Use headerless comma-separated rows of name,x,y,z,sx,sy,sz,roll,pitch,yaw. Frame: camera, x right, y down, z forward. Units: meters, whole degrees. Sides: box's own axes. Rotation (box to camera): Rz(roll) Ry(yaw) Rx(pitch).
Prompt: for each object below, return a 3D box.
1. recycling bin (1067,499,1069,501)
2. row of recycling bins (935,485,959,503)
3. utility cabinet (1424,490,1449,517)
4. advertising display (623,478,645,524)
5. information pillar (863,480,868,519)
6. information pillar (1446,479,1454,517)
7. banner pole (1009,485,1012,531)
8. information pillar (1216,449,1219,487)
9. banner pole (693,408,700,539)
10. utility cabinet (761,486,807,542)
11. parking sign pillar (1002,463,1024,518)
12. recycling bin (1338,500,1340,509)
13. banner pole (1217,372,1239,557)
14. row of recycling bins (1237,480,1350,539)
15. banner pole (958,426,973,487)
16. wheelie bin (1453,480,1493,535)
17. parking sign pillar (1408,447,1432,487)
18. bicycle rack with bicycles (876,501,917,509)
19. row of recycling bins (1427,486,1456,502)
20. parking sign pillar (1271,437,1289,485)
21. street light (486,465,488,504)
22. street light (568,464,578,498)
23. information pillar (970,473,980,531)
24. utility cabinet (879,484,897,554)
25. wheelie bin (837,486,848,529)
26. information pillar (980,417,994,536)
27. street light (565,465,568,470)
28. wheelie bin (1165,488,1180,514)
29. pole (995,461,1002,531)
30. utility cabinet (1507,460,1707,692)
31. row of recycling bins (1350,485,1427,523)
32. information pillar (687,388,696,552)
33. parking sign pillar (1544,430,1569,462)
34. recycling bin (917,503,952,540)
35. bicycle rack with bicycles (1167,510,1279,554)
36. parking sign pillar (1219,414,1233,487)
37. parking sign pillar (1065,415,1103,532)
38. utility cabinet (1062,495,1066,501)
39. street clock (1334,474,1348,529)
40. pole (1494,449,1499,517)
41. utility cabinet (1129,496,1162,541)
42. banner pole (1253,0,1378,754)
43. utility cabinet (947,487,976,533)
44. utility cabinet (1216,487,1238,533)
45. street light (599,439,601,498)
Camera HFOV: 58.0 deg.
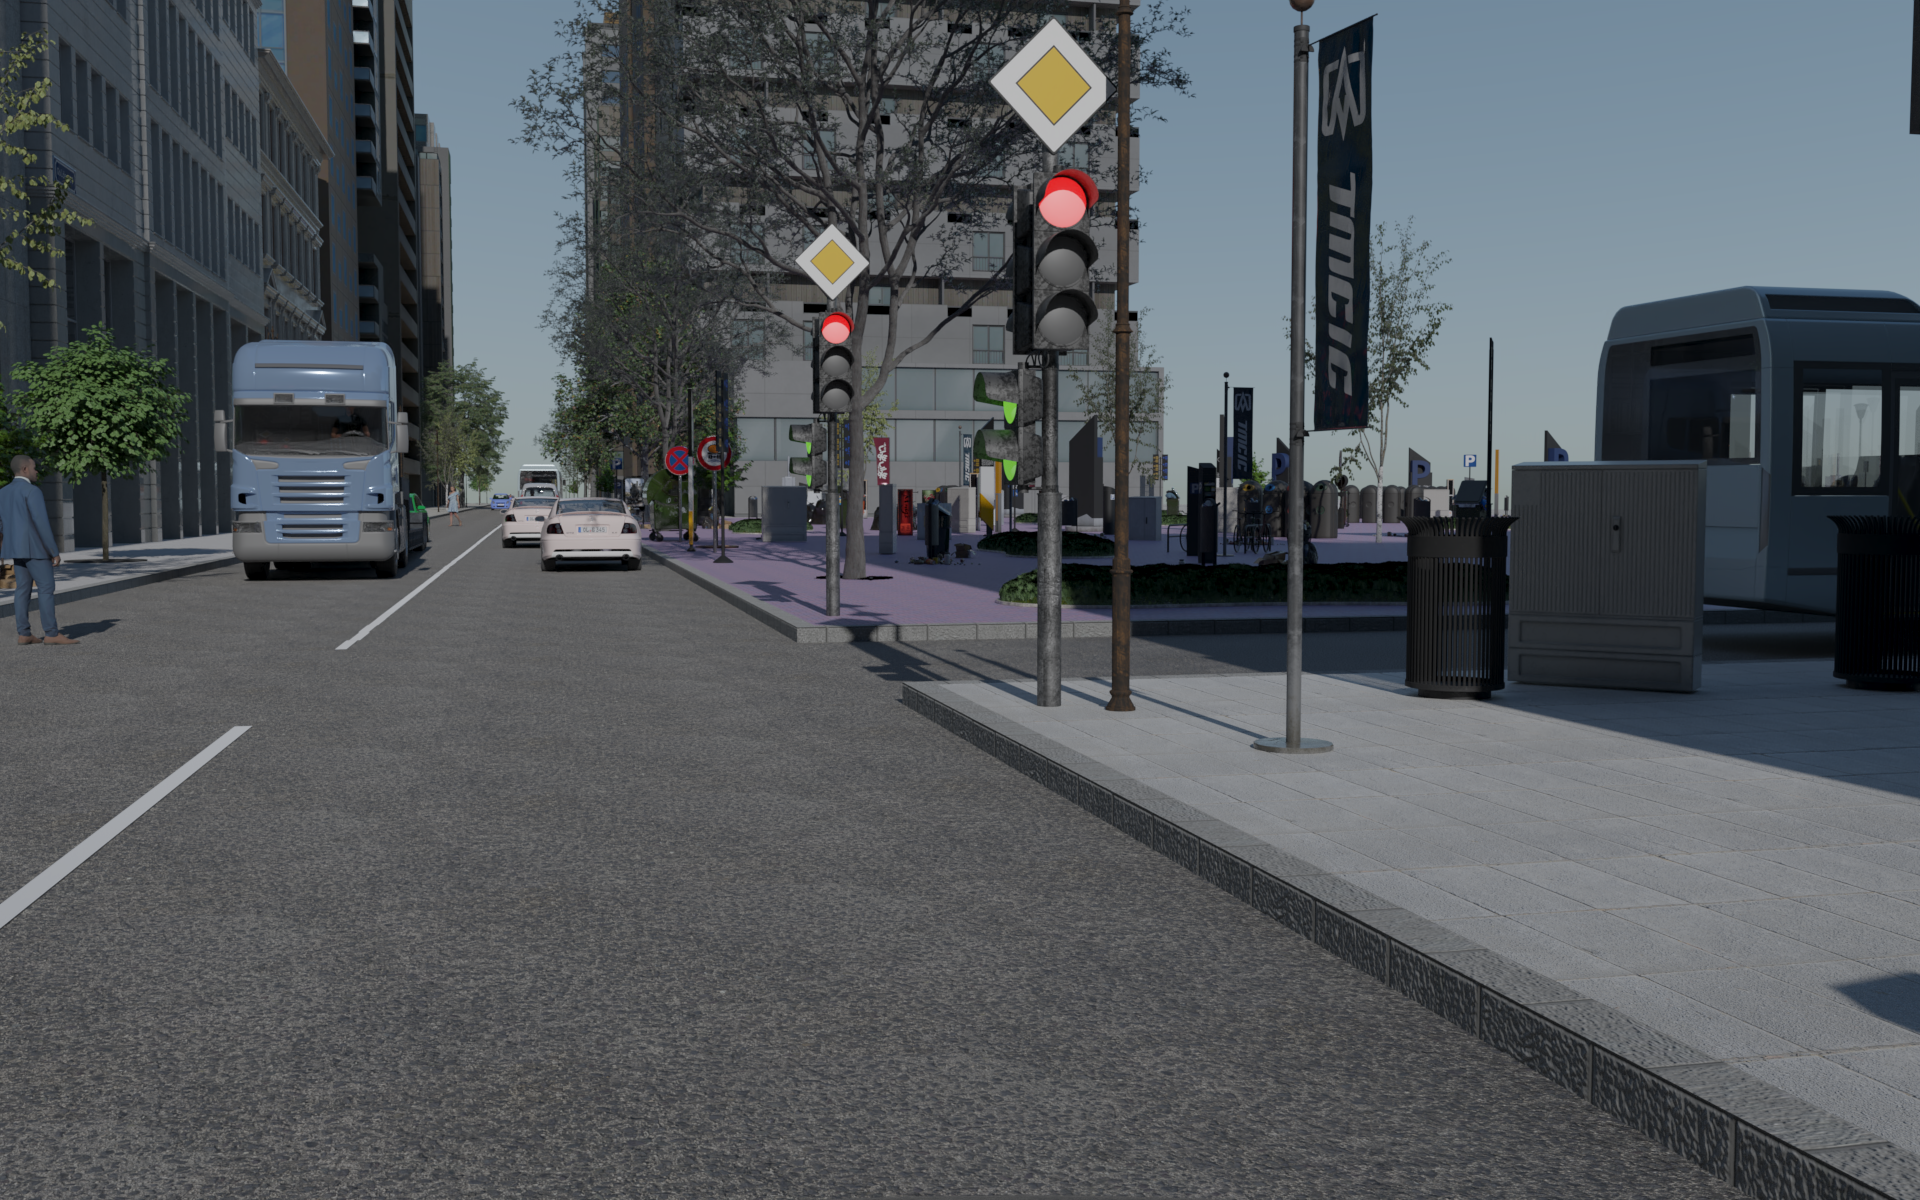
recycling bin,5.390,-4.508,86.261,0.722,1.027,0.722,-3,4,-39
row of recycling bins,-0.490,-4.499,80.667,1.069,1.692,3.534,-1,4,-10
utility cabinet,23.271,-4.644,84.613,1.173,1.500,0.318,1,4,20
advertising display,-12.752,-3.827,67.788,0.123,1.923,0.974,3,5,42
information pillar,-4.978,-5.242,90.198,0.304,2.012,0.304,0,4,7
information pillar,24.462,-5.017,86.521,0.304,2.012,0.304,0,4,1
banner pole,1.515,-3.296,43.905,0.863,3.779,0.401,0,4,-5
information pillar,13.435,-5.988,89.253,0.504,3.616,0.183,0,4,-6
banner pole,-7.722,-3.677,50.140,0.401,3.779,0.863,0,4,-5
utility cabinet,-4.694,-2.298,46.248,1.173,1.500,0.318,-1,4,-13
parking sign pillar,2.869,-6.464,94.161,1.447,3.967,1.447,-3,5,-42
recycling bin,17.016,-4.086,79.364,0.722,1.027,0.722,-2,4,-34
banner pole,5.672,-2.791,35.644,0.863,3.779,0.401,-1,4,-19
row of recycling bins,9.676,-2.699,51.244,1.069,1.692,3.534,-3,5,-42
banner pole,0.164,-4.496,63.518,0.401,3.779,0.863,3,5,44
wheelie bin,11.695,-1.932,39.504,0.980,1.594,0.693,3,5,45
parking sign pillar,26.564,-6.820,99.973,1.447,3.967,1.447,0,4,-8
bicycle rack with bicycles,-3.301,-4.765,91.290,2.925,0.926,2.852,-3,5,-43
row of recycling bins,24.306,-4.979,88.523,1.069,1.692,3.534,3,5,43
parking sign pillar,15.267,-5.710,81.823,1.447,3.967,1.447,-2,4,-26
street light,-64.333,-16.061,235.378,0.468,5.910,1.993,-1,4,-14
street light,-40.751,-12.841,182.744,0.468,5.910,1.993,-1,4,-14
information pillar,0.532,-3.434,60.640,0.304,2.012,0.304,1,4,19
utility cabinet,-1.561,-1.747,37.248,0.318,1.500,1.173,0,4,2
wheelie bin,-4.461,-3.441,64.168,0.693,1.594,0.980,-2,4,-23
information pillar,0.823,-3.737,52.452,0.504,3.616,0.183,-2,4,-32
street light,-48.393,-14.782,214.475,0.468,5.910,1.993,-1,4,-14
wheelie bin,10.456,-4.725,85.158,0.693,1.594,0.980,1,4,13
pole,1.276,-3.906,57.710,0.158,3.312,0.155,0,3,0
utility cabinet,4.265,-0.170,11.458,1.173,1.500,0.318,2,4,33
row of recycling bins,18.627,-4.238,76.400,3.534,1.692,1.069,1,4,18
information pillar,-6.011,-2.894,38.672,0.183,3.616,0.504,0,4,-6
parking sign pillar,25.322,-5.202,73.519,1.447,3.967,1.447,-3,4,-38
recycling bin,-0.723,-2.209,48.663,0.722,1.027,0.722,3,5,43
bicycle rack with bicycles,5.957,-1.538,38.534,2.852,0.926,2.925,2,4,29
parking sign pillar,9.099,-4.324,59.163,1.447,3.967,1.447,1,4,12
parking sign pillar,4.319,-4.339,59.412,1.447,3.967,1.447,-3,4,-38
utility cabinet,4.720,-4.417,83.373,0.306,1.237,1.020,2,4,35
street clock,14.058,-3.628,63.894,0.471,2.002,0.358,3,5,44
pole,24.533,-5.218,79.161,0.158,3.312,0.155,0,3,0
utility cabinet,5.122,-2.259,48.093,0.306,1.237,1.020,-3,5,-43
banner pole,1.760,-1.125,8.408,0.401,3.779,0.863,-1,4,-20
utility cabinet,0.039,-2.963,57.120,0.318,1.500,1.173,-3,4,-36
utility cabinet,8.598,-2.964,57.137,1.173,1.500,0.318,1,4,21
street light,-21.168,-7.887,101.746,0.468,5.910,1.993,-1,4,-14
